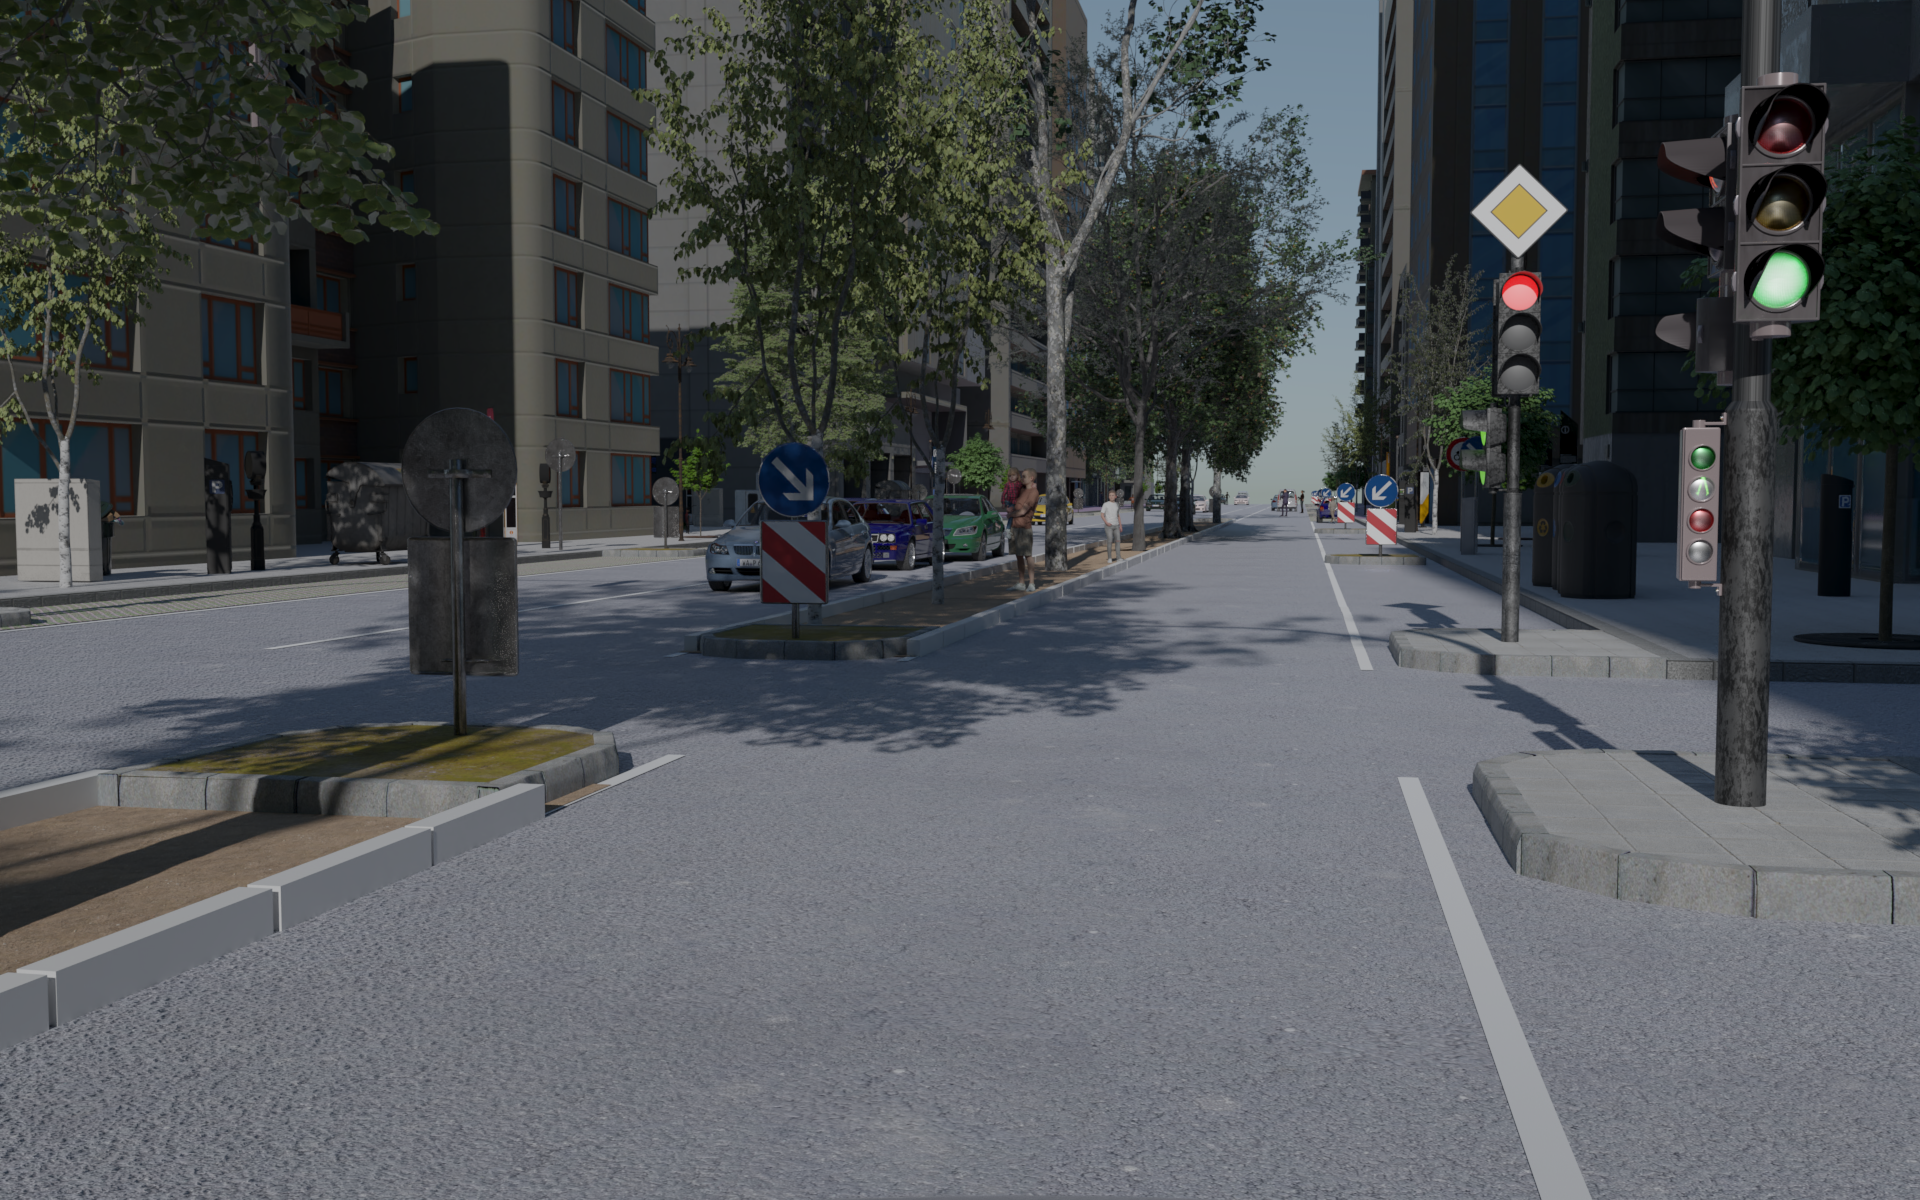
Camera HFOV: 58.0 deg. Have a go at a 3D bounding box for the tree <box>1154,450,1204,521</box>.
[{"bbox_3d":[10.052,-7.481,75.135,4.737,8.622,4.395,0,3,0],"label":"tree"}]

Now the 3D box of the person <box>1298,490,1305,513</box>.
[{"bbox_3d":[25.528,-7.359,129.637,0.721,1.723,1.217,0,4,-5],"label":"person"}]

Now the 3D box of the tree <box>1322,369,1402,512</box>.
[{"bbox_3d":[23.860,-9.206,100.876,4.737,8.622,4.395,0,3,0],"label":"tree"}]

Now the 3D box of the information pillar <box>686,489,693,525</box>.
[{"bbox_3d":[-11.132,-4.114,71.753,0.304,2.012,0.304,1,4,22],"label":"information pillar"}]

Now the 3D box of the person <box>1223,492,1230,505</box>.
[{"bbox_3d":[34.404,-13.102,223.534,1.217,1.723,0.721,-3,4,-37],"label":"person"}]

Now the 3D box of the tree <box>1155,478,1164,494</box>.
[{"bbox_3d":[24.145,-13.247,211.186,1.663,3.219,1.824,0,3,0],"label":"tree"}]

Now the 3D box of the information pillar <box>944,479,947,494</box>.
[{"bbox_3d":[-0.823,-4.732,81.865,0.304,2.012,0.304,-3,4,-37],"label":"information pillar"}]

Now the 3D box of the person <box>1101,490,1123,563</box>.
[{"bbox_3d":[3.190,-1.519,35.929,0.523,1.515,0.503,2,4,34],"label":"person"}]

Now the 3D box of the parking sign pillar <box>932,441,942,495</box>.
[{"bbox_3d":[-1.136,-6.047,87.337,1.447,3.967,1.447,0,4,4],"label":"parking sign pillar"}]

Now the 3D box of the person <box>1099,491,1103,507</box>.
[{"bbox_3d":[14.171,-10.051,173.761,0.530,1.710,0.541,1,4,11],"label":"person"}]

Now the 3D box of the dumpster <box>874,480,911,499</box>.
[{"bbox_3d":[-2.833,-4.064,72.199,1.264,1.857,1.865,1,4,11],"label":"dumpster"}]

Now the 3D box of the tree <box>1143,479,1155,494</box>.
[{"bbox_3d":[19.269,-11.618,184.562,1.663,3.219,1.824,0,3,0],"label":"tree"}]

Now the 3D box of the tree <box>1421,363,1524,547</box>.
[{"bbox_3d":[13.040,-3.598,42.534,4.285,4.588,4.351,0,3,0],"label":"tree"}]

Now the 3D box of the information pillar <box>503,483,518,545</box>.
[{"bbox_3d":[-11.101,-2.339,42.734,0.304,2.012,0.304,-1,4,-23],"label":"information pillar"}]

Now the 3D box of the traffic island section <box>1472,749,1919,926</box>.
[{"bbox_3d":[3.255,0.922,7.207,2.009,0.180,2.903,1,4,11],"label":"traffic island section"}]

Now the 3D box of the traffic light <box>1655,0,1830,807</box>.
[{"bbox_3d":[1.148,-2.000,7.363,4.771,5.953,1.251,1,4,11],"label":"traffic light"}]

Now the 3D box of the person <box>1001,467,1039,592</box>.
[{"bbox_3d":[0.891,-1.039,25.459,0.580,1.828,0.573,1,4,11],"label":"person"}]

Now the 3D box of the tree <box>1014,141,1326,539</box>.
[{"bbox_3d":[6.806,-8.321,55.508,9.611,12.733,9.660,0,3,0],"label":"tree"}]

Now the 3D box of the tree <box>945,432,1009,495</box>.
[{"bbox_3d":[1.016,-6.529,90.461,4.285,4.588,4.351,0,3,0],"label":"tree"}]

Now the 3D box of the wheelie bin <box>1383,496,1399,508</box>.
[{"bbox_3d":[19.624,-4.384,79.591,0.980,1.594,0.693,0,4,4],"label":"wheelie bin"}]

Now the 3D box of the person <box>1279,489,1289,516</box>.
[{"bbox_3d":[20.729,-6.242,111.009,0.568,1.767,0.683,3,5,44],"label":"person"}]

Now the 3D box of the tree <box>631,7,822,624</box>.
[{"bbox_3d":[-1.434,-3.933,17.124,4.737,8.622,4.395,0,3,0],"label":"tree"}]

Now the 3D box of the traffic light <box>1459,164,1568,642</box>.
[{"bbox_3d":[4.760,-1.591,14.935,0.839,4.253,0.868,1,4,11],"label":"traffic light"}]

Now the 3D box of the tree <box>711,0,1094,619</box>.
[{"bbox_3d":[-0.278,-4.255,22.391,4.737,8.622,4.395,0,3,0],"label":"tree"}]

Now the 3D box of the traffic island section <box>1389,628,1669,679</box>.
[{"bbox_3d":[4.797,0.443,15.042,2.009,0.180,2.903,1,4,11],"label":"traffic island section"}]

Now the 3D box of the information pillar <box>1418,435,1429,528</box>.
[{"bbox_3d":[17.759,-4.578,66.212,0.183,3.616,0.504,3,5,44],"label":"information pillar"}]

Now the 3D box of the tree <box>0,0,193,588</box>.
[{"bbox_3d":[-12.415,-4.488,23.746,4.737,8.622,4.395,0,3,0],"label":"tree"}]

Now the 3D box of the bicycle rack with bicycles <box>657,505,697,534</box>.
[{"bbox_3d":[-9.879,-2.641,56.568,2.852,0.926,2.925,0,4,-6],"label":"bicycle rack with bicycles"}]

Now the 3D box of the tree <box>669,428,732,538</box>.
[{"bbox_3d":[-7.664,-3.440,50.851,1.663,3.219,1.824,0,3,0],"label":"tree"}]

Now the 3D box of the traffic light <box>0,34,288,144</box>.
[{"bbox_3d":[-9.178,-2.631,17.690,4.771,5.953,1.251,1,4,11],"label":"traffic light"}]

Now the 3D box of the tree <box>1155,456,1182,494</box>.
[{"bbox_3d":[27.267,-16.989,228.130,4.360,8.622,3.978,0,3,0],"label":"tree"}]

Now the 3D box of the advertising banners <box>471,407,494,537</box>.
[{"bbox_3d":[-9.855,-2.420,35.760,0.090,3.025,2.074,-2,4,-27],"label":"advertising banners"}]

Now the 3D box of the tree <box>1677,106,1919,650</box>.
[{"bbox_3d":[8.022,-1.897,14.722,4.285,4.588,4.351,0,3,0],"label":"tree"}]

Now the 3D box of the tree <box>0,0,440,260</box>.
[{"bbox_3d":[-3.311,-5.132,4.495,7.486,12.596,7.792,0,3,0],"label":"tree"}]

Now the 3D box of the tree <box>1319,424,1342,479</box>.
[{"bbox_3d":[38.427,-13.728,174.812,4.360,8.622,3.978,0,3,0],"label":"tree"}]

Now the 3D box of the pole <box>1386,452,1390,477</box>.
[{"bbox_3d":[20.853,-5.541,84.438,0.158,3.312,0.155,0,3,0],"label":"pole"}]

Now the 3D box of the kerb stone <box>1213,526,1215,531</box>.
[{"bbox_3d":[9.392,-2.614,65.026,0.120,0.150,1.000,1,4,11],"label":"kerb stone"}]

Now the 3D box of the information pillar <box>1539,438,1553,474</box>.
[{"bbox_3d":[22.140,-4.536,65.526,0.504,3.616,0.183,0,4,-6],"label":"information pillar"}]

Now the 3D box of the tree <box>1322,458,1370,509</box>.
[{"bbox_3d":[34.763,-10.367,153.216,4.285,4.588,4.351,0,3,0],"label":"tree"}]

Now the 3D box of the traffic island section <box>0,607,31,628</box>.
[{"bbox_3d":[-11.285,0.249,18.202,2.009,0.180,2.903,1,4,11],"label":"traffic island section"}]

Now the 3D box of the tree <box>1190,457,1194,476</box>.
[{"bbox_3d":[30.667,-17.880,242.694,4.360,8.622,3.978,0,3,0],"label":"tree"}]

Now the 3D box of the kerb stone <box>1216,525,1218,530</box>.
[{"bbox_3d":[9.797,-2.737,67.045,0.120,0.150,1.000,1,4,11],"label":"kerb stone"}]

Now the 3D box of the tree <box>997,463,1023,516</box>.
[{"bbox_3d":[2.788,-6.664,103.552,1.663,3.219,1.824,0,3,0],"label":"tree"}]

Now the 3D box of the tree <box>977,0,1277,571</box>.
[{"bbox_3d":[2.816,-10.533,30.559,12.611,20.169,13.585,0,3,0],"label":"tree"}]

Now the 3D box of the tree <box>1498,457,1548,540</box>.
[{"bbox_3d":[15.629,-3.290,48.399,1.663,3.219,1.824,0,3,0],"label":"tree"}]

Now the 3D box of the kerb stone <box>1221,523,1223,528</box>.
[{"bbox_3d":[10.586,-2.985,71.058,0.120,0.150,1.000,1,4,11],"label":"kerb stone"}]

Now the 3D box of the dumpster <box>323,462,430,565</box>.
[{"bbox_3d":[-10.719,-1.600,31.922,1.264,1.857,1.865,1,4,11],"label":"dumpster"}]

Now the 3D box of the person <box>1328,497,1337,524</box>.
[{"bbox_3d":[17.947,-4.323,83.454,0.475,1.303,0.640,-2,4,-33],"label":"person"}]

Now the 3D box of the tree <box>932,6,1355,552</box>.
[{"bbox_3d":[4.468,-7.965,43.062,12.009,13.543,11.850,0,3,0],"label":"tree"}]

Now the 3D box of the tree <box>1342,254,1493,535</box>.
[{"bbox_3d":[15.050,-6.352,54.210,4.360,8.622,3.978,0,3,0],"label":"tree"}]

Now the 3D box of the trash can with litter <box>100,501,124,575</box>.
[{"bbox_3d":[-13.551,-0.949,26.896,0.624,1.170,1.055,1,4,8],"label":"trash can with litter"}]

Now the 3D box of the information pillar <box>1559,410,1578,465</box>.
[{"bbox_3d":[16.833,-3.463,47.976,0.504,3.616,0.183,2,4,27],"label":"information pillar"}]

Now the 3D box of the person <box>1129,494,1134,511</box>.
[{"bbox_3d":[14.885,-8.408,149.234,1.065,1.426,0.557,1,4,10],"label":"person"}]
